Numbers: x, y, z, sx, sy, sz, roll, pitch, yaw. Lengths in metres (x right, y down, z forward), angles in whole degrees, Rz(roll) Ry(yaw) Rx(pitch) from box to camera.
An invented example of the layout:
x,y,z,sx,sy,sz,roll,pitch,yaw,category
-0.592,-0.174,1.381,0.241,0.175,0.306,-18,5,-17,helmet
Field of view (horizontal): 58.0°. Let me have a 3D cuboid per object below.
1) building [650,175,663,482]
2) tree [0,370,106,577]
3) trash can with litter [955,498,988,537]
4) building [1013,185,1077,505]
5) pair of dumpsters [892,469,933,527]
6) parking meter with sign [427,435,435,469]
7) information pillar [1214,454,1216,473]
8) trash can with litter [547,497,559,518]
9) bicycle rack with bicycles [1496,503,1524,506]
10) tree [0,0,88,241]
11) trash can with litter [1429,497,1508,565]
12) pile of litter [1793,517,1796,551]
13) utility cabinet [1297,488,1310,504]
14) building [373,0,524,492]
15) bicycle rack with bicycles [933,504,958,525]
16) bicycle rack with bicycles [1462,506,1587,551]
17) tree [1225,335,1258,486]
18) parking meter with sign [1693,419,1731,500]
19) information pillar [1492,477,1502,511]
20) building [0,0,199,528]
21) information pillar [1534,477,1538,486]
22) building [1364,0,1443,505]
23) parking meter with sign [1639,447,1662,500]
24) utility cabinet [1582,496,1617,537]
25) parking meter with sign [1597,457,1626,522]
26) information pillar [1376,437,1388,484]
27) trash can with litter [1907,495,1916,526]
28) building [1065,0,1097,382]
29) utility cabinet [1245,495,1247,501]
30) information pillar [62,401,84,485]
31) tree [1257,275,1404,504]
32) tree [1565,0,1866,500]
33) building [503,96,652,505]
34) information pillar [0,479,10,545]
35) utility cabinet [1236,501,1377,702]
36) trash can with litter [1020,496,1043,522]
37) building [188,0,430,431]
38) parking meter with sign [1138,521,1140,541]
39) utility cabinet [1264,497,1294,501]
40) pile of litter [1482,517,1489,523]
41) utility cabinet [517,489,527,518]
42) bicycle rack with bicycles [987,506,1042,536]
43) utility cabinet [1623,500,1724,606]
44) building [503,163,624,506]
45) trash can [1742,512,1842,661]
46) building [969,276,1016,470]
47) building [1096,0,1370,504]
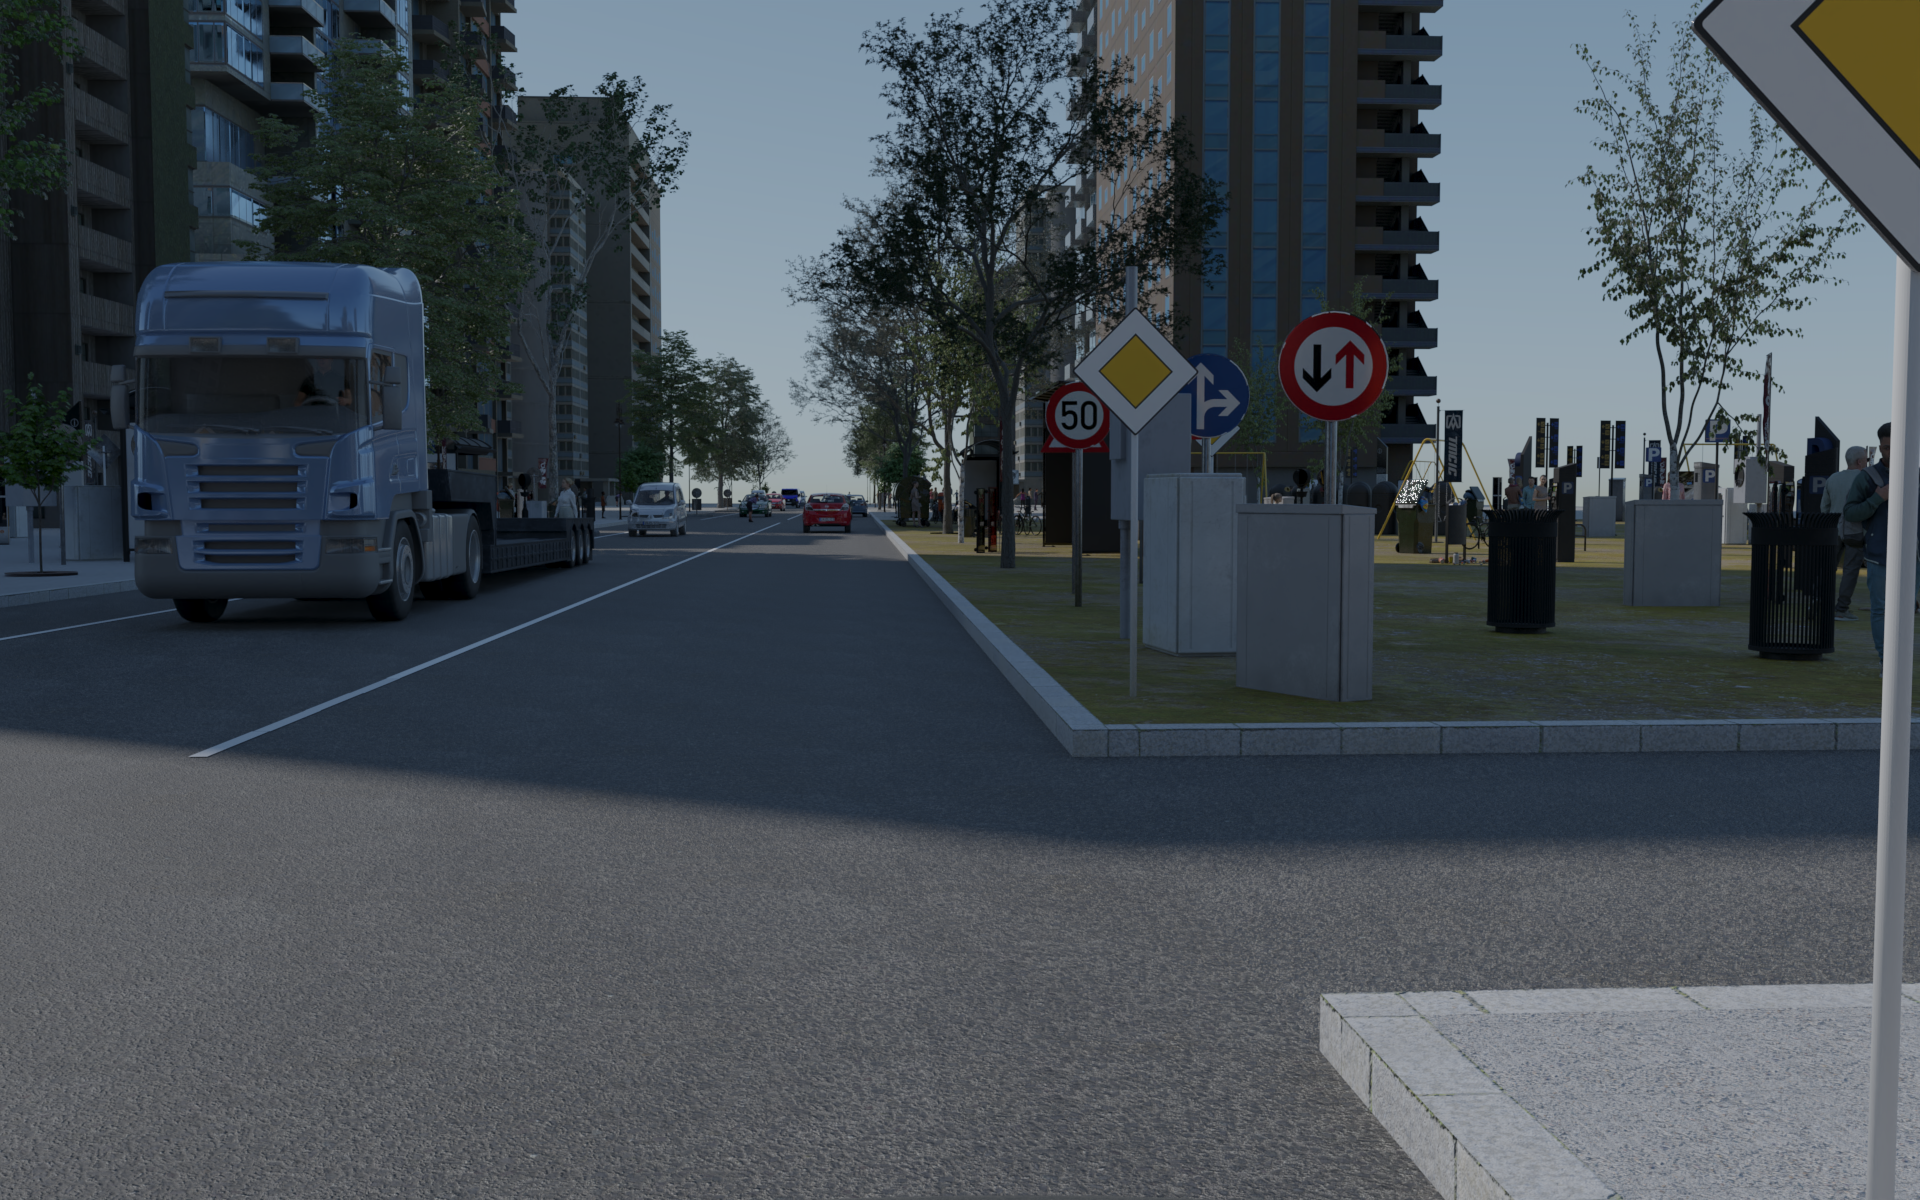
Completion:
x,y,z,sx,sy,sz,roll,pitch,yaw,category
-47.950,-35.675,233.402,14.600,45.320,14.200,0,4,-4,building
-14.575,-1.999,27.284,1.663,3.219,1.824,0,3,0,tree
0.420,-2.446,51.383,1.055,1.170,0.624,-1,4,-22,trash can with litter
19.430,-31.439,205.914,32.217,40.220,23.993,0,4,-4,building
-1.904,-4.105,69.612,1.574,2.255,4.437,0,4,-3,pair of dumpsters
-15.665,-3.296,50.144,0.543,3.016,1.738,0,4,-3,parking meter with sign
12.530,-5.743,85.258,0.183,3.616,0.504,0,4,6,information pillar
-15.940,-3.404,67.044,1.055,1.170,0.624,-1,4,-11,trash can with litter
21.808,-3.241,66.366,2.852,0.926,2.925,0,4,-7,bicycle rack with bicycles
-13.945,-5.730,19.446,9.928,11.665,9.643,0,3,0,tree
9.605,-1.301,32.333,2.233,1.210,1.678,-2,4,-34,trash can with litter
19.066,-1.556,39.405,1.176,0.858,1.719,0,4,8,pile of litter
12.481,-3.325,63.048,0.318,1.500,1.173,0,4,3,utility cabinet
-45.150,-28.962,128.155,22.147,44.769,28.867,0,4,-4,building
0.245,-3.698,73.838,2.852,0.926,2.925,-1,4,-13,bicycle rack with bicycles
12.937,-1.620,39.864,2.925,0.926,2.852,0,4,-5,bicycle rack with bicycles
13.540,-7.900,79.533,4.737,8.622,4.395,0,3,0,tree
17.733,-2.743,41.109,0.543,3.016,1.738,1,4,10,parking meter with sign
23.074,-4.277,74.414,0.304,2.012,0.304,3,5,44,information pillar
-39.130,-18.039,66.636,14.160,30.474,14.107,0,4,-4,building
24.694,-4.289,74.610,0.304,2.012,0.304,1,4,10,information pillar
17.461,-27.289,96.294,14.600,45.320,14.200,0,4,-4,building
25.909,-4.222,65.284,0.543,3.016,1.738,1,4,9,parking meter with sign
19.261,-2.510,52.203,1.020,1.237,0.306,-1,4,-20,utility cabinet
30.608,-5.162,80.664,1.738,3.016,0.543,3,4,38,parking meter with sign
17.427,-4.907,71.583,0.183,3.616,0.504,-3,5,-43,information pillar
34.724,-3.118,62.372,0.624,1.170,1.055,0,4,0,trash can with litter
20.115,-31.407,133.116,23.786,49.044,30.456,0,4,-4,building
13.610,-4.535,85.312,1.020,1.237,0.306,-1,4,-10,utility cabinet
-22.247,-3.189,43.501,0.504,3.616,0.183,0,4,5,information pillar
13.025,-6.651,59.099,4.737,8.622,4.395,0,3,0,tree
10.993,-4.632,26.091,4.360,8.622,3.978,0,3,0,tree
-50.268,-36.160,214.911,21.300,48.544,21.600,0,4,-4,building
-24.199,-2.400,43.735,0.304,2.012,0.304,-2,4,-24,information pillar
2.214,0.001,11.153,0.306,1.237,1.020,-2,4,-30,utility cabinet
3.183,-4.249,80.534,1.678,1.210,2.233,-1,4,-11,trash can with litter
-43.437,-47.974,97.051,22.319,86.520,31.000,0,4,-4,building
5.243,-3.112,47.142,0.543,3.016,1.738,-1,4,-19,parking meter with sign
7.516,-1.818,40.886,0.306,1.237,1.020,-1,4,-16,utility cabinet
23.385,-3.923,78.106,1.176,0.858,1.719,2,4,27,pile of litter
-17.797,-3.771,70.342,0.318,1.500,1.173,-1,4,-18,utility cabinet
2.249,-2.513,54.476,2.852,0.926,2.925,-1,4,-12,bicycle rack with bicycles
8.189,-0.535,19.912,1.020,1.237,0.306,0,4,0,utility cabinet
-54.672,-30.588,191.991,32.217,40.220,23.993,0,4,-4,building
6.498,-0.114,13.515,0.748,1.137,0.748,0,3,0,trash can
8.143,-28.570,238.818,14.160,30.474,14.107,0,4,-4,building
16.568,-28.155,110.439,14.600,45.320,14.200,0,4,-4,building
